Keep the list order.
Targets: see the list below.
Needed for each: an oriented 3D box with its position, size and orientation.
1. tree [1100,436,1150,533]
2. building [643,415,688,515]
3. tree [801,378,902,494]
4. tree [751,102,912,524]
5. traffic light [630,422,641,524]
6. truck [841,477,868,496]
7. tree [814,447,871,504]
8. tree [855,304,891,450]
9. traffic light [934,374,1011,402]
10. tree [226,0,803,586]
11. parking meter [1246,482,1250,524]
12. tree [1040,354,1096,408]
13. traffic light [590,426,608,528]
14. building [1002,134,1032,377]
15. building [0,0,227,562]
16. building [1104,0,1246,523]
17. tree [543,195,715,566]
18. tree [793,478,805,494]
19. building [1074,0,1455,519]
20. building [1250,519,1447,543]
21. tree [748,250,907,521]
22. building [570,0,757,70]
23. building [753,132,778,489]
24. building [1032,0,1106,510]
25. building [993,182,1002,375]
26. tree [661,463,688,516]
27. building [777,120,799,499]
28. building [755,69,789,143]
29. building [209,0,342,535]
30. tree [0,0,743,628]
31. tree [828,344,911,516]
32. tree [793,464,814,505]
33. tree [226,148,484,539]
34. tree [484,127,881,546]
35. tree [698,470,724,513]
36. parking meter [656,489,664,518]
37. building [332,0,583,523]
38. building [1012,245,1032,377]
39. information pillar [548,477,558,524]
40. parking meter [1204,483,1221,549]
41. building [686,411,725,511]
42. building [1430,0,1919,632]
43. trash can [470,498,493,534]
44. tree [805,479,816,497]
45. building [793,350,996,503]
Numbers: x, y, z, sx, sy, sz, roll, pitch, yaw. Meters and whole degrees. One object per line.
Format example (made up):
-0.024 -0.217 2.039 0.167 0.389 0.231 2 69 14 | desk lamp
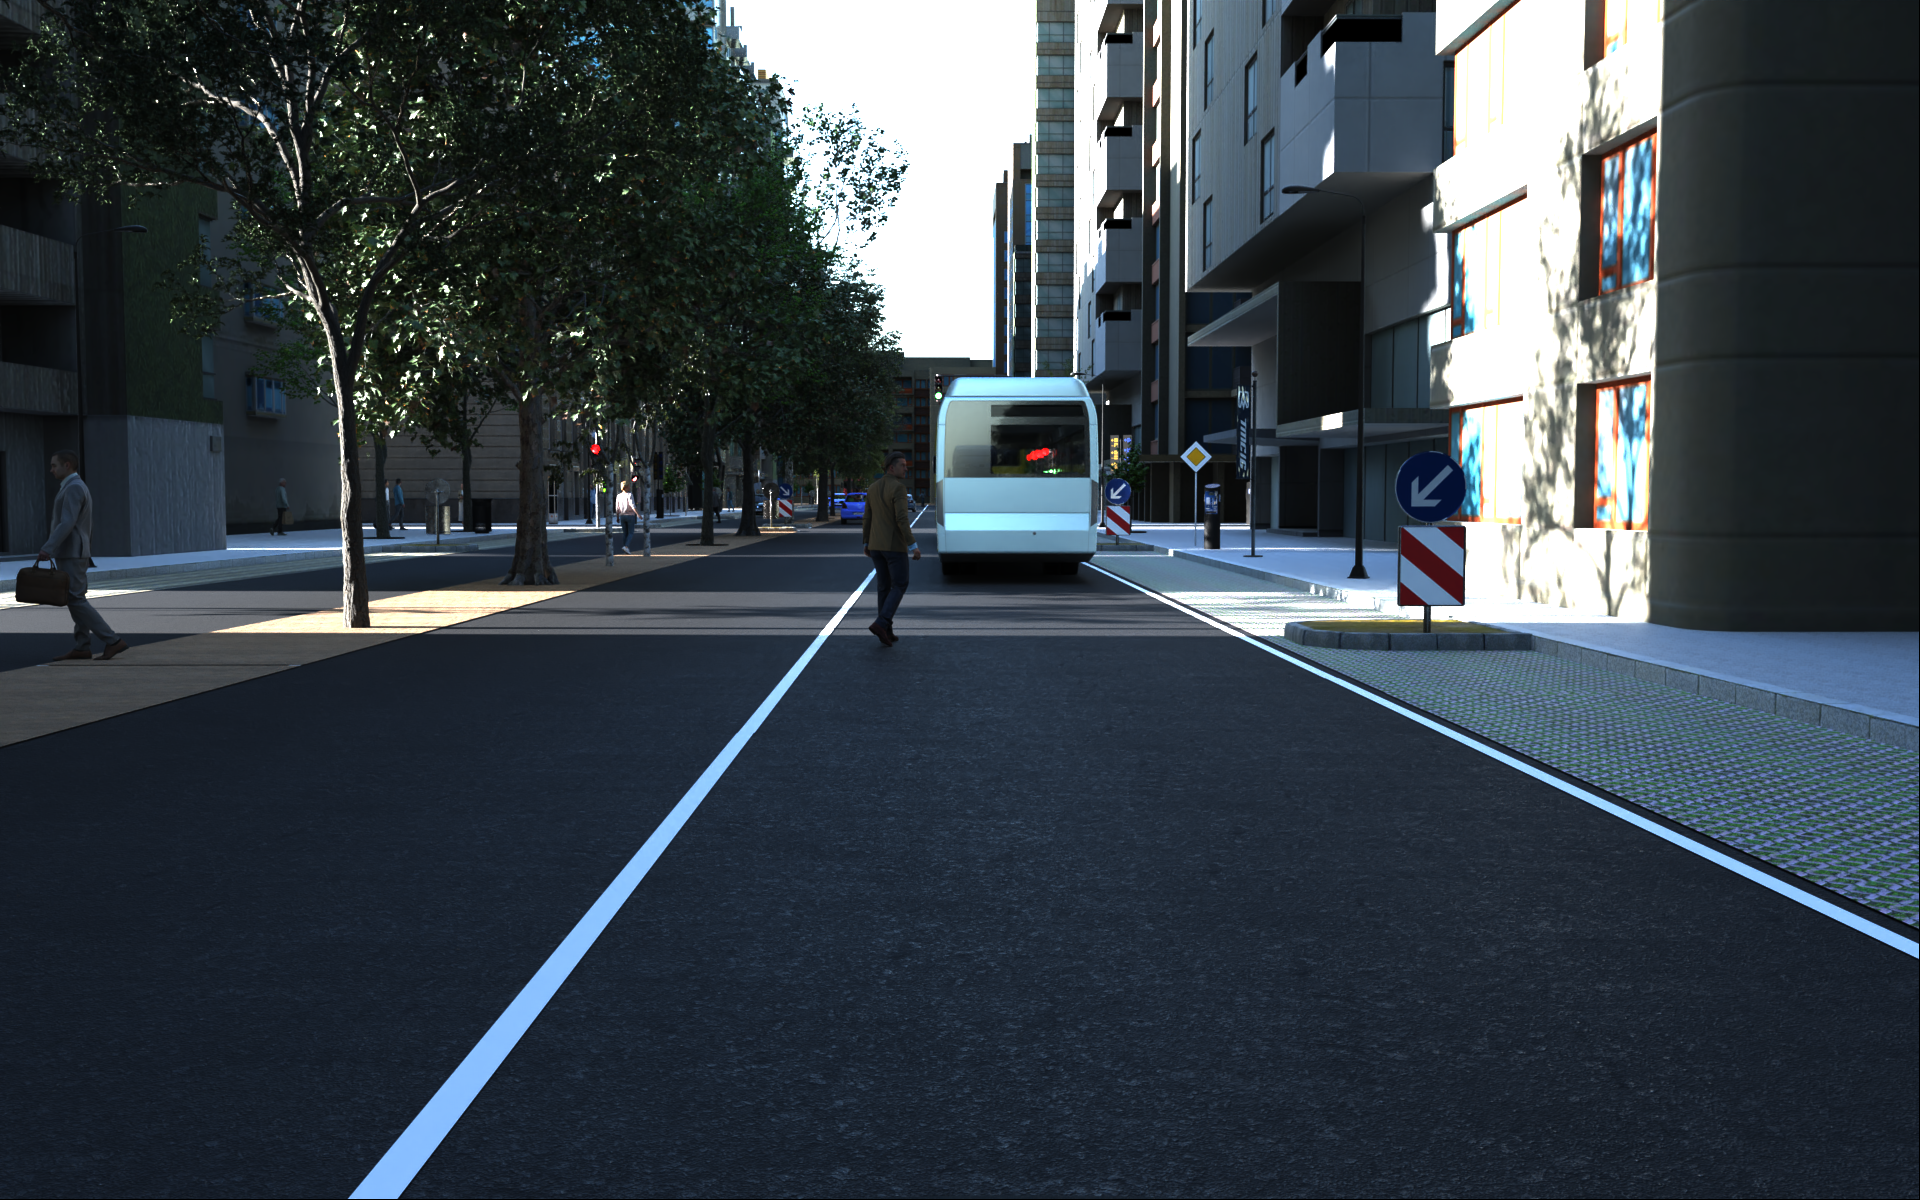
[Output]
5.708 -3.845 57.462 1.663 3.219 1.824 0 3 0 | tree
-25.216 -19.299 112.803 12.463 27.353 25.104 0 4 -1 | building
-8.403 -13.174 135.985 7.486 12.596 7.792 0 3 0 | tree
-8.930 -13.462 78.445 12.611 20.169 13.585 0 3 0 | tree
-11.783 -6.071 73.924 4.771 5.953 1.251 0 4 -1 | traffic light
-11.671 -12.532 193.808 2.839 4.237 11.283 0 4 -1 | truck
-8.328 -10.808 129.524 4.737 8.622 4.395 0 3 0 | tree
-7.255 -8.545 59.178 9.611 12.733 9.660 0 3 0 | tree
1.404 -5.583 65.956 4.771 5.953 1.251 0 4 -1 | traffic light
-6.778 -6.588 27.176 9.611 12.733 9.660 0 3 0 | tree
12.346 -4.144 73.471 0.399 1.863 0.255 2 4 30 | parking meter
5.263 -8.649 91.769 4.737 8.622 4.395 0 3 0 | tree
-13.765 -4.707 65.876 0.839 4.253 0.868 0 4 -1 | traffic light
13.153 -34.606 215.918 14.600 45.320 14.200 0 4 -1 | building
-23.920 -15.936 32.261 14.160 30.474 14.107 0 4 -1 | building
21.873 -26.335 85.206 28.867 44.769 22.147 0 4 -1 | building
-6.977 -4.988 34.370 4.360 8.622 3.978 0 3 0 | tree
-17.545 -11.345 180.091 1.663 3.219 1.824 0 3 0 | tree
21.892 -32.032 112.960 28.713 52.752 27.495 0 4 -1 | building
21.800 -28.148 49.457 28.713 52.752 27.495 0 4 -1 | building
-7.193 -11.062 89.972 9.857 13.997 8.962 0 3 0 | tree
-30.897 -33.255 163.328 23.786 49.044 30.456 0 4 -1 | building
-27.410 -30.745 186.277 14.154 41.232 14.086 0 4 -1 | building
12.805 -28.033 141.927 14.154 41.232 14.086 0 4 -1 | building
11.872 -36.208 242.108 14.200 45.320 14.600 0 4 -1 | building
-16.774 -6.444 99.960 1.663 3.219 1.824 0 3 0 | tree
-35.307 -36.116 210.097 30.456 49.044 23.786 0 4 -1 | building
-38.261 -42.899 243.401 28.212 58.520 21.231 0 4 -1 | building
-33.338 -26.211 52.259 21.600 48.544 21.300 0 4 -1 | building
-6.434 -4.996 18.554 8.767 10.594 7.601 0 4 -1 | tree
-8.214 -12.153 111.520 12.009 13.543 11.850 0 3 0 | tree
-18.394 -16.893 226.563 4.737 8.622 4.395 0 3 0 | tree
-16.663 -7.562 49.387 9.928 11.665 9.643 0 3 0 | tree
-6.872 -7.289 47.388 9.928 11.665 9.643 0 3 0 | tree
-16.799 -7.515 117.473 1.663 3.219 1.824 0 3 0 | tree
-15.800 -5.064 91.208 0.372 1.533 0.369 0 3 0 | parking meter
-24.651 -17.748 87.441 12.463 27.353 25.104 0 4 -1 | building
13.034 -26.310 201.862 14.160 30.474 14.107 0 4 -1 | building
-17.304 -4.229 73.630 0.304 2.012 0.304 1 4 11 | information pillar
5.872 -1.951 40.310 0.372 1.533 0.369 0 3 0 | parking meter
-26.867 -16.300 133.963 16.820 18.784 16.811 0 4 -1 | building
20.774 -10.100 10.170 27.650 21.520 28.899 0 4 -1 | building
-15.584 -2.740 56.447 0.748 1.137 0.748 0 3 0 | trash can
-18.711 -13.473 214.890 1.663 3.219 1.824 0 3 0 | tree
-9.766 -24.717 249.166 28.899 21.520 27.650 0 4 -1 | building
